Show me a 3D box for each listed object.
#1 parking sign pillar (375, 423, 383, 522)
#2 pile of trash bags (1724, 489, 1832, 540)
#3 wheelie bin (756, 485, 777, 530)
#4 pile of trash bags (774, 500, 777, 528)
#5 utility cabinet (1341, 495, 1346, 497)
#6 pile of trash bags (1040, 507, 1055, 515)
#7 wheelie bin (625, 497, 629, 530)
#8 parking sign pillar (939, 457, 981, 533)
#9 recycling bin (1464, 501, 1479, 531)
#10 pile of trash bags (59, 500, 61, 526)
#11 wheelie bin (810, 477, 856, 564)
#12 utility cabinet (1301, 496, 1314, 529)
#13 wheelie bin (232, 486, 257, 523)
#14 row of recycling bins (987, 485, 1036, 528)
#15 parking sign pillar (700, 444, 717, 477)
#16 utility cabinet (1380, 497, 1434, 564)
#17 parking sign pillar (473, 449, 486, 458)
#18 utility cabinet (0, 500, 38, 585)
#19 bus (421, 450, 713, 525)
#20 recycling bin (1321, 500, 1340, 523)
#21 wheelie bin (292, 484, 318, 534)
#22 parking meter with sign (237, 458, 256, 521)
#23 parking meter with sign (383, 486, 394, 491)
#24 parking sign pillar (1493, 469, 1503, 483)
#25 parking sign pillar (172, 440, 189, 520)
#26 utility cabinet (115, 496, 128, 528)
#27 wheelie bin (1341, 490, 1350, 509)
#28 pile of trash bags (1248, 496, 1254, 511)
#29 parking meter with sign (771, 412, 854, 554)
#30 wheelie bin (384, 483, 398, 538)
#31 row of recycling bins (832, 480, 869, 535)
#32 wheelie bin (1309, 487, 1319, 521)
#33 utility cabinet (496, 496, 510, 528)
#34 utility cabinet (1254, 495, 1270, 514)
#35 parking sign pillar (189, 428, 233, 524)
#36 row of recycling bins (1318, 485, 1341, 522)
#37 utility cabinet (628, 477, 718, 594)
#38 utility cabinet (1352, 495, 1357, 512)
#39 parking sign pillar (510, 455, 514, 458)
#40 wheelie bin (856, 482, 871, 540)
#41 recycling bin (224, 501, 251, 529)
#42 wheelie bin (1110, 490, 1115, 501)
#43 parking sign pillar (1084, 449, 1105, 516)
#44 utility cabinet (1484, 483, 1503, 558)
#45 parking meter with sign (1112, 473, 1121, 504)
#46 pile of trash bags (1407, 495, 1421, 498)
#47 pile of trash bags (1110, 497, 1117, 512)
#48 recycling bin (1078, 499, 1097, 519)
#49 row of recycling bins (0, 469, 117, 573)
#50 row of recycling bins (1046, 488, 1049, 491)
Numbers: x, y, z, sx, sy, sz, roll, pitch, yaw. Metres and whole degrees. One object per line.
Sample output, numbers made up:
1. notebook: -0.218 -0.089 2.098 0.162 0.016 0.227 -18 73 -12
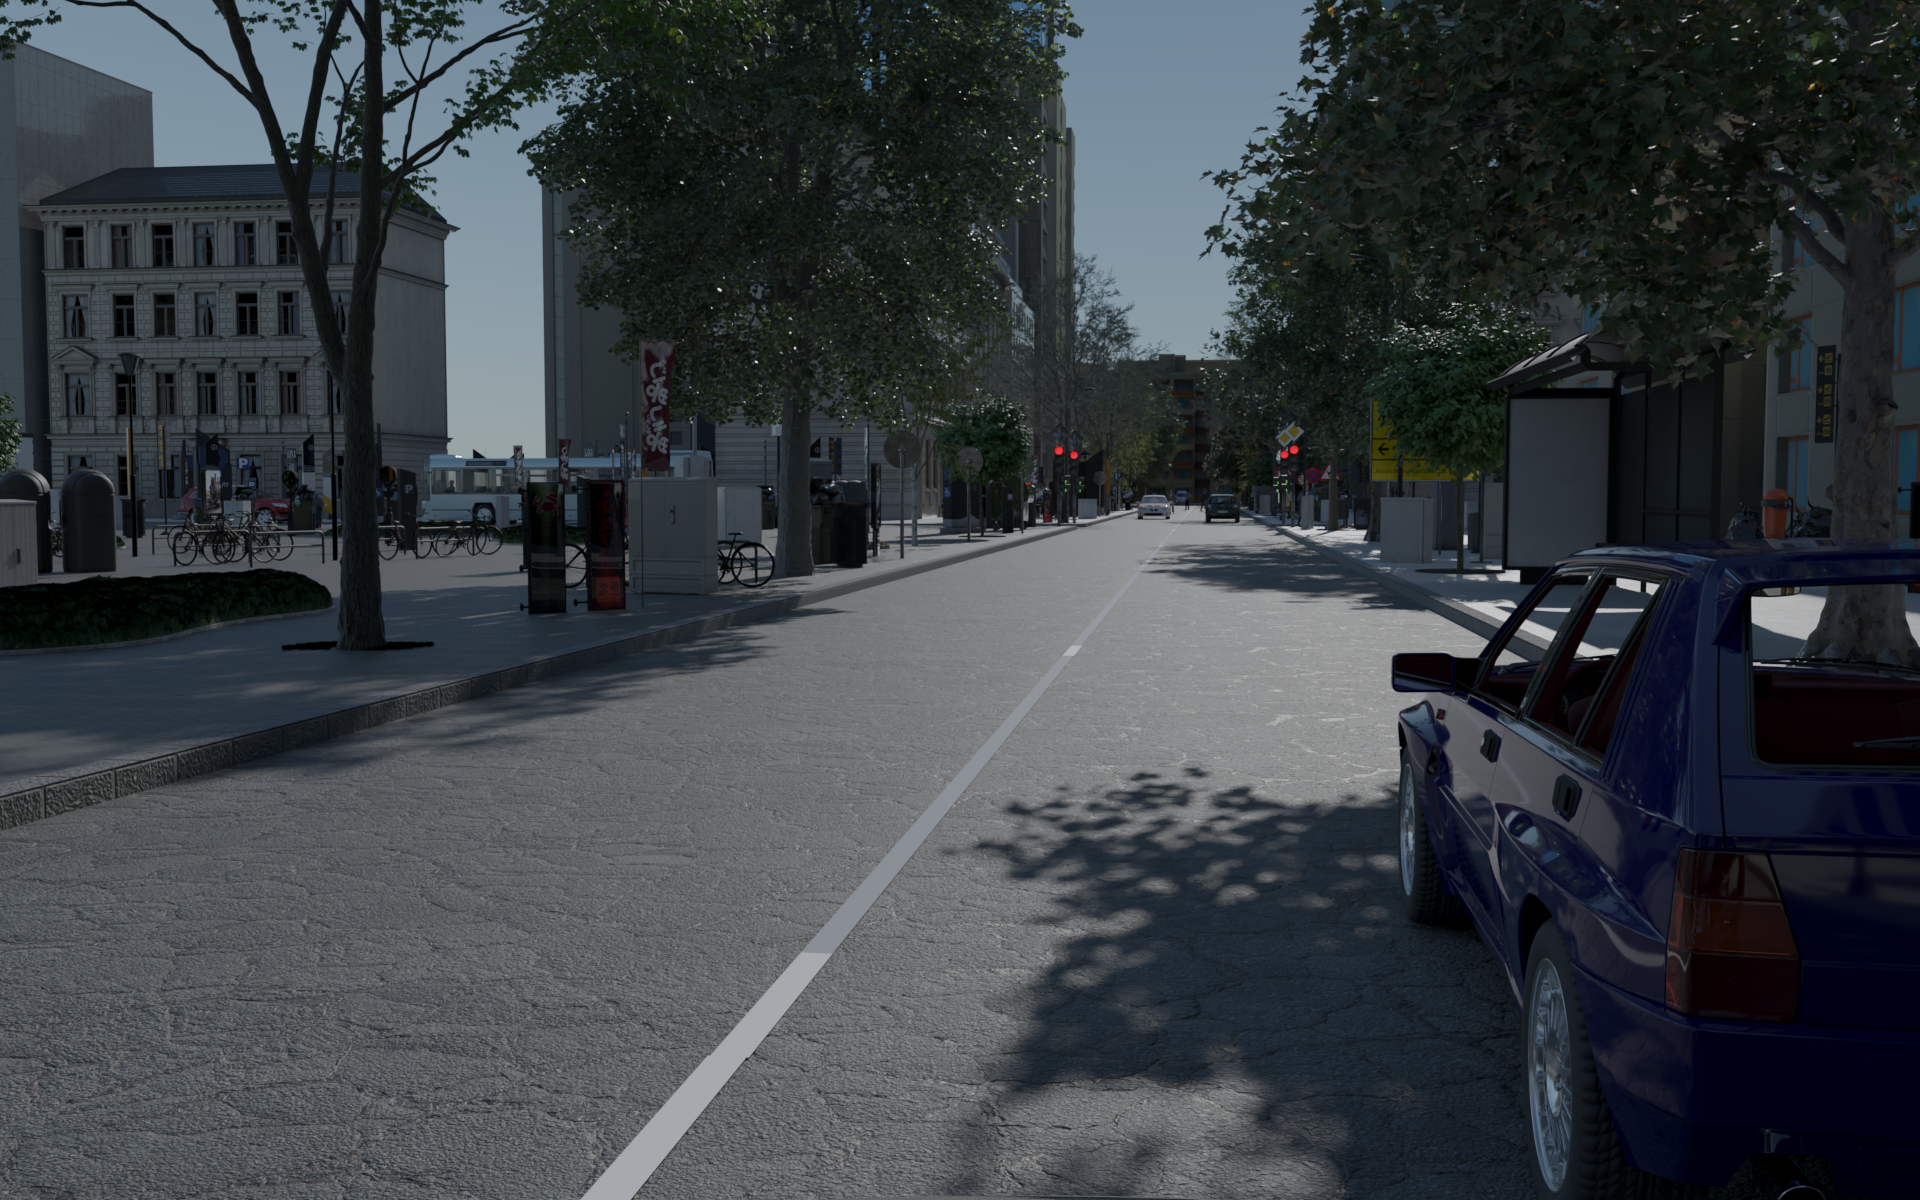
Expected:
1. parking sign pillar: -22.034 -4.704 65.390 1.447 3.967 1.447 -1 4 -19
2. pile of trash bags: 14.798 -1.322 31.366 1.912 1.369 3.447 2 4 25
3. wheelie bin: -7.011 -3.345 62.606 0.980 1.594 0.693 -2 4 -26
4. pile of trash bags: -7.600 -3.470 66.485 1.912 1.369 3.447 -1 4 -12
5. utility cabinet: 23.992 -6.050 110.080 0.306 1.237 1.020 -3 5 -44
6. pile of trash bags: 5.388 -5.974 107.423 1.912 1.369 3.447 0 4 -2
7. wheelie bin: -7.434 -2.003 40.662 0.693 1.594 0.980 0 4 7
8. parking sign pillar: 0.043 -4.196 57.070 1.447 3.967 1.447 -3 5 -44
9. recycling bin: 17.994 -2.966 61.045 0.722 1.027 0.722 -1 4 -9
10. pile of trash bags: -36.849 -3.629 69.094 1.912 1.369 3.447 0 4 -6
11. wheelie bin: -2.558 -1.483 32.149 0.693 1.594 0.980 2 4 35
12. utility cabinet: 12.784 -3.216 63.736 0.306 1.237 1.020 1 4 22
13. wheelie bin: -28.385 -3.723 68.783 0.693 1.594 0.980 2 4 34
14. row of recycling bins: 1.726 -3.630 66.458 1.069 1.692 3.534 2 4 35
15. parking sign pillar: -13.272 -6.387 92.902 1.447 3.967 1.447 -2 4 -28
16. utility cabinet: 8.327 -1.293 32.296 0.306 1.237 1.020 -3 4 -36
17. parking sign pillar: -28.334 -7.024 103.306 1.447 3.967 1.447 -2 4 -33
18. utility cabinet: -11.271 -0.557 20.267 0.306 1.237 1.020 1 4 11
19. bus: -17.445 -4.902 75.012 13.247 3.499 2.948 1 4 10
20. recycling bin: 16.237 -3.874 75.896 0.722 1.027 0.722 1 4 21
21. wheelie bin: -20.895 -2.897 55.278 0.693 1.594 0.980 0 4 -6
22. parking meter with sign: -33.726 -5.254 82.164 0.543 3.016 1.738 -3 5 -39
23. parking meter with sign: -28.287 -5.461 85.549 1.738 3.016 0.543 -1 4 -22
24. parking sign pillar: 19.484 -4.435 60.988 1.447 3.967 1.447 3 4 36
25. parking sign pillar: -38.551 -5.986 86.347 1.447 3.967 1.447 -2 4 -30
26. utility cabinet: -32.141 -3.342 65.801 0.306 1.237 1.020 3 4 36
27. wheelie bin: 32.125 -8.361 144.614 0.693 1.594 0.980 -3 4 -38
28. pile of trash bags: 23.480 -7.686 135.422 1.912 1.369 3.447 1 4 11
29. parking meter with sign: -3.043 -2.450 36.318 1.738 3.016 0.543 -2 4 -30
30. wheelie bin: -15.748 -2.481 48.473 0.693 1.594 0.980 -2 4 -31
31. row of recycling bins: -3.874 -2.804 52.964 1.069 1.692 3.534 -2 4 -33
32. wheelie bin: 16.812 -4.539 82.114 0.693 1.594 0.980 -2 4 -24
33. utility cabinet: -16.944 -3.244 64.204 0.306 1.237 1.020 -2 4 -26
34. utility cabinet: 20.564 -6.565 118.497 0.306 1.237 1.020 -2 4 -34
35. parking sign pillar: -30.593 -5.051 71.058 1.447 3.967 1.447 -2 4 -34
36. row of recycling bins: 16.791 -4.371 78.575 1.069 1.692 3.534 1 4 9
37. utility cabinet: -3.696 -0.830 22.249 1.173 1.500 0.318 2 4 25
38. utility cabinet: 28.934 -7.085 127.008 0.306 1.237 1.020 1 4 17
39. parking sign pillar: -27.352 -7.153 105.429 1.447 3.967 1.447 2 4 33
40. wheelie bin: -2.788 -2.267 44.981 0.980 1.594 0.693 -1 4 -20
41. recycling bin: -26.985 -3.189 64.700 0.722 1.027 0.722 0 4 3
42. wheelie bin: 11.401 -7.626 132.595 0.693 1.594 0.980 3 5 39
43. parking sign pillar: 7.961 -7.050 103.743 1.447 3.967 1.447 1 4 17
44. utility cabinet: 10.938 -1.563 34.232 1.173 1.500 0.318 0 4 4
45. parking meter with sign: 12.780 -8.946 142.527 0.543 3.016 1.738 1 4 19
46. pile of trash bags: 26.219 -5.642 101.992 3.447 1.369 1.912 0 4 7
47. pile of trash bags: 10.274 -7.156 126.752 1.912 1.369 3.447 1 4 23
48. recycling bin: 6.601 -4.712 89.593 0.722 1.027 0.722 -2 4 -31
49. row of recycling bins: -15.650 -1.286 28.140 3.534 1.692 1.069 -1 4 -18
50. row of recycling bins: 4.190 -6.506 113.485 3.534 1.692 1.069 1 4 20
